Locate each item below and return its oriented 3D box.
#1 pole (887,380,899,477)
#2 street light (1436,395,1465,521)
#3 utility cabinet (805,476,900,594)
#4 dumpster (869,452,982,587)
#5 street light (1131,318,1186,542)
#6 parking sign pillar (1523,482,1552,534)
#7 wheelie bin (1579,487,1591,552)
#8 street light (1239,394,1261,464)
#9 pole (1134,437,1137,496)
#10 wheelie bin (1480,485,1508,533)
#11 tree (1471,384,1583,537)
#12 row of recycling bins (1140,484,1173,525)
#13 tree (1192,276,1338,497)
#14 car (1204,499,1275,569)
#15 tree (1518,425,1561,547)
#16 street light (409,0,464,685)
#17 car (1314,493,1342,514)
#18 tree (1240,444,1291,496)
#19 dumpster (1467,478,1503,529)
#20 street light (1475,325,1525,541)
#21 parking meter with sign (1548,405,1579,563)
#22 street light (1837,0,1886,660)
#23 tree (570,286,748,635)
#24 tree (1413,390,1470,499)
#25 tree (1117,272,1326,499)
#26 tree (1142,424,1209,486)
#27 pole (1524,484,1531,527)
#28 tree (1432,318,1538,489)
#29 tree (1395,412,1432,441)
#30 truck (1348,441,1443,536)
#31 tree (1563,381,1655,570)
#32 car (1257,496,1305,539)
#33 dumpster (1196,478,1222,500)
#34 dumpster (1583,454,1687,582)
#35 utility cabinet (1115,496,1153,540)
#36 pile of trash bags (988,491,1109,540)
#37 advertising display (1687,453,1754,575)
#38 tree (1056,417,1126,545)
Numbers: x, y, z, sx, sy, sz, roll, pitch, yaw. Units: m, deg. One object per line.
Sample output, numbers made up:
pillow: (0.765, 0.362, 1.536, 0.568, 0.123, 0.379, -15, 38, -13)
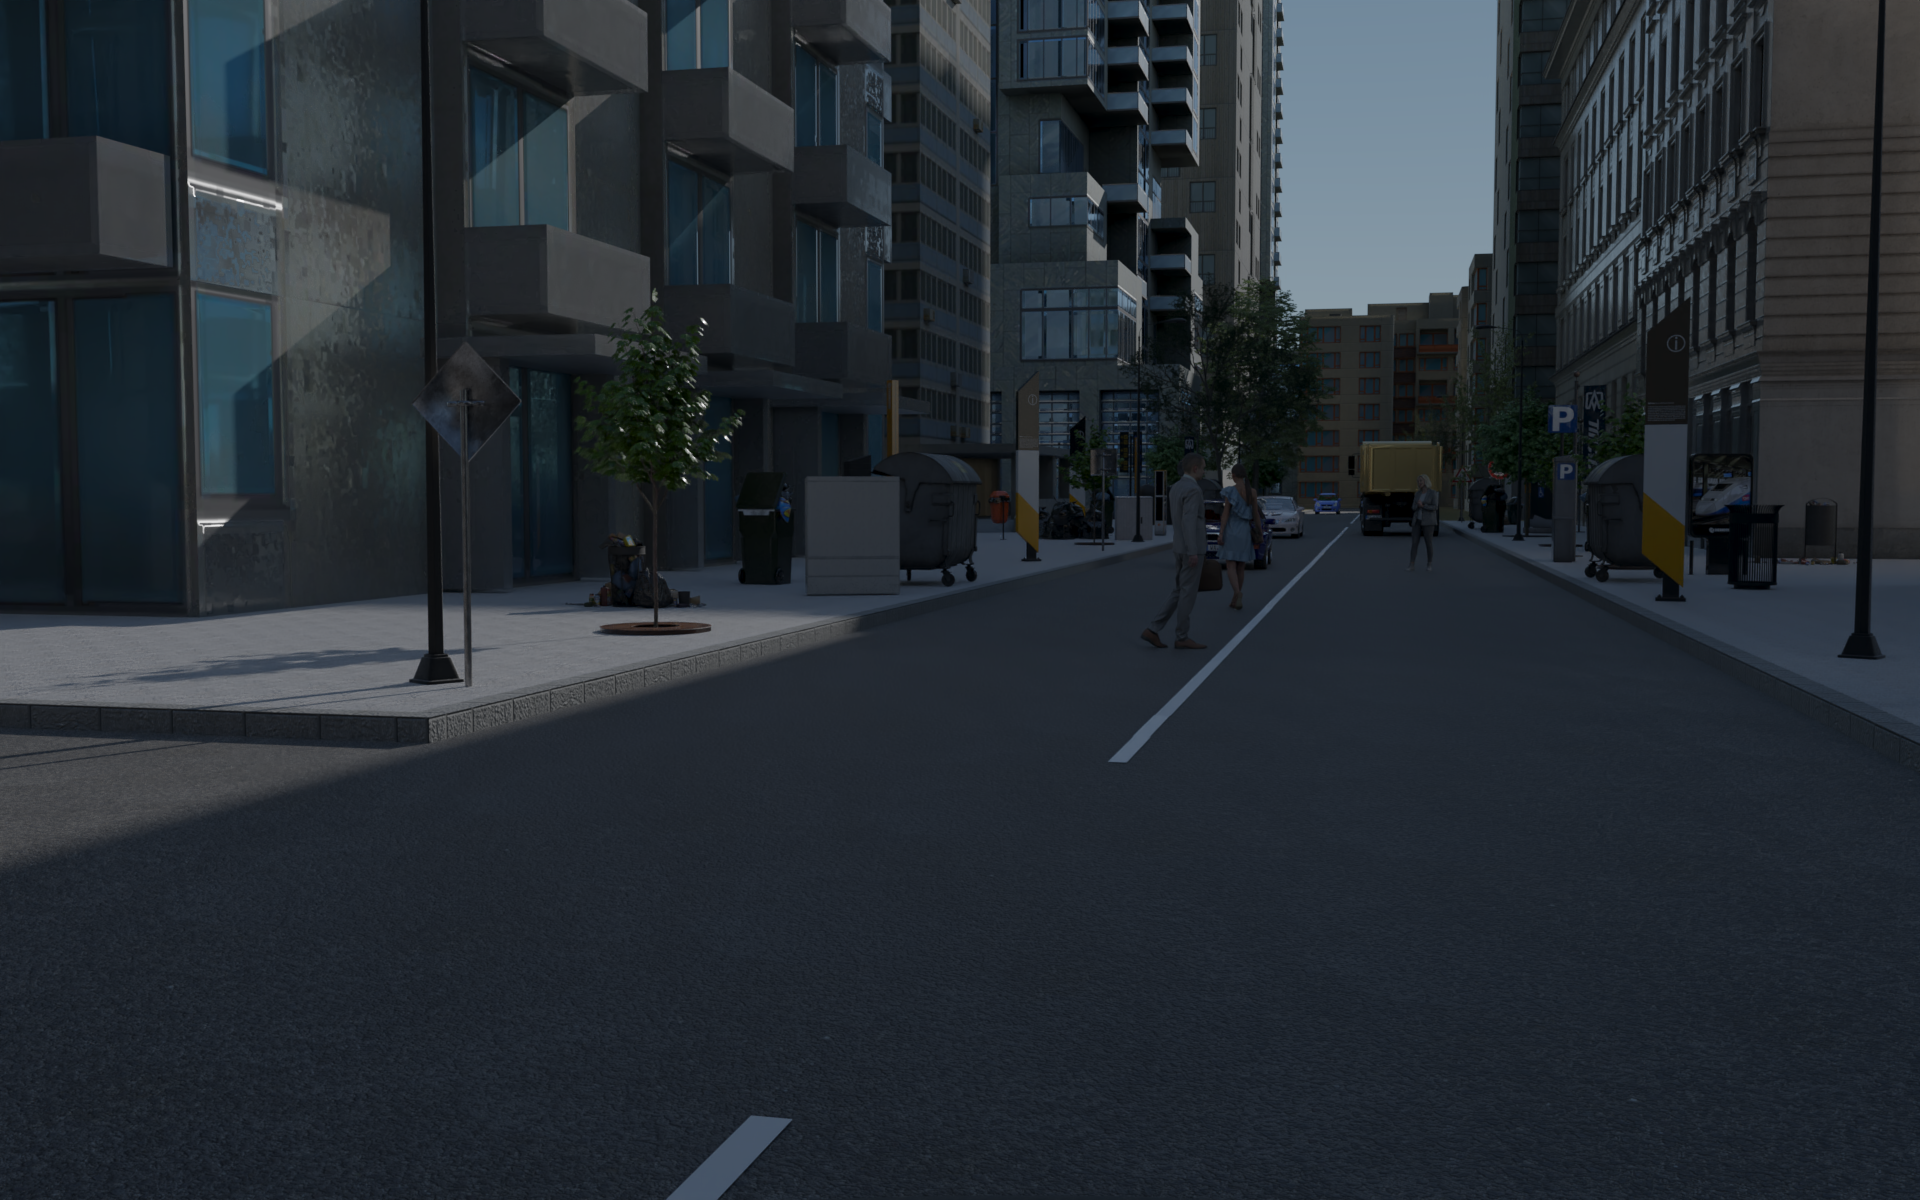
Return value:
pole: (-1.206, -2.279, 31.112, 0.158, 3.312, 0.155, 0, 3, 0)
street light: (23.077, -6.664, 81.496, 1.470, 5.913, 1.316, 1, 4, 14)
utility cabinet: (-1.369, -0.814, 21.991, 1.173, 1.500, 0.318, -1, 4, -10)
dumpster: (-0.494, -1.159, 24.709, 1.264, 1.857, 1.865, 1, 4, 14)
street light: (5.284, -4.494, 46.023, 1.470, 5.913, 1.316, 1, 4, 14)
parking sign pillar: (19.233, -4.176, 56.751, 1.447, 3.967, 1.447, -1, 4, -12)
wheelie bin: (14.265, -1.871, 38.499, 0.980, 1.594, 0.693, 2, 4, 34)
street light: (13.454, -6.572, 79.992, 1.470, 5.913, 1.316, 1, 4, 14)
pole: (6.351, -4.182, 62.222, 0.158, 3.312, 0.155, 0, 3, 0)
wheelie bin: (17.712, -3.026, 57.377, 0.980, 1.594, 0.693, -3, 4, -37)
tree: (17.159, -4.178, 52.019, 4.285, 4.588, 4.351, 0, 3, 0)
row of recycling bins: (8.730, -3.998, 72.474, 3.534, 1.692, 1.069, -3, 5, -45)
tree: (15.913, -10.544, 90.514, 7.486, 12.596, 7.792, 0, 3, 0)
car: (5.264, -1.327, 34.269, 1.945, 1.354, 3.894, 1, 4, 12)
tree: (14.745, -2.908, 42.148, 1.663, 3.219, 1.824, 0, 3, 0)
street light: (-3.047, -2.383, 11.506, 1.470, 5.913, 1.316, 1, 4, 14)
car: (26.170, -6.950, 123.218, 1.945, 1.707, 3.694, 1, 4, 14)
tree: (18.332, -7.420, 105.037, 4.285, 4.588, 4.351, 0, 3, 0)
dumpster: (19.342, -3.544, 63.695, 1.264, 1.857, 1.865, 1, 4, 14)
street light: (14.822, -4.588, 47.547, 1.470, 5.913, 1.316, 1, 4, 14)
parking meter with sign: (11.557, -2.257, 33.161, 0.543, 3.016, 1.738, 1, 4, 16)
street light: (6.549, -2.508, 13.543, 1.470, 5.913, 1.316, 1, 4, 14)
tree: (-2.739, -1.321, 16.202, 1.663, 3.219, 1.824, 0, 3, 0)
tree: (33.995, -10.554, 122.916, 4.360, 8.622, 3.978, 0, 3, 0)
tree: (10.915, -8.416, 72.018, 8.767, 10.594, 7.601, 0, 4, -1)
tree: (10.127, -5.947, 80.950, 4.285, 4.588, 4.351, 0, 3, 0)
pole: (20.945, -4.283, 63.874, 0.158, 3.312, 0.155, 0, 3, 0)
tree: (22.434, -7.525, 73.402, 4.737, 8.622, 4.395, 0, 3, 0)
tree: (40.225, -12.250, 150.653, 4.737, 8.622, 4.395, 0, 3, 0)
truck: (15.771, -4.068, 62.438, 3.469, 3.379, 9.791, 1, 4, 12)
tree: (11.502, -2.152, 29.791, 1.663, 3.219, 1.824, 0, 3, 0)
car: (10.392, -2.757, 57.439, 2.083, 1.381, 4.827, 1, 4, 14)
dumpster: (8.991, -3.563, 64.014, 1.264, 1.857, 1.865, 1, 4, 14)
dumpster: (9.985, -1.217, 25.652, 1.264, 1.857, 1.865, 1, 4, 13)
utility cabinet: (4.838, -2.267, 48.221, 1.020, 1.237, 0.306, 0, 4, -6)
pile of trash bags: (2.417, -2.415, 49.231, 3.447, 1.369, 1.912, -1, 4, -23)
advertising display: (12.054, -1.361, 27.473, 0.974, 1.923, 0.123, 0, 4, 2)
tree: (3.404, -3.012, 43.843, 1.663, 3.219, 1.824, 0, 3, 0)
